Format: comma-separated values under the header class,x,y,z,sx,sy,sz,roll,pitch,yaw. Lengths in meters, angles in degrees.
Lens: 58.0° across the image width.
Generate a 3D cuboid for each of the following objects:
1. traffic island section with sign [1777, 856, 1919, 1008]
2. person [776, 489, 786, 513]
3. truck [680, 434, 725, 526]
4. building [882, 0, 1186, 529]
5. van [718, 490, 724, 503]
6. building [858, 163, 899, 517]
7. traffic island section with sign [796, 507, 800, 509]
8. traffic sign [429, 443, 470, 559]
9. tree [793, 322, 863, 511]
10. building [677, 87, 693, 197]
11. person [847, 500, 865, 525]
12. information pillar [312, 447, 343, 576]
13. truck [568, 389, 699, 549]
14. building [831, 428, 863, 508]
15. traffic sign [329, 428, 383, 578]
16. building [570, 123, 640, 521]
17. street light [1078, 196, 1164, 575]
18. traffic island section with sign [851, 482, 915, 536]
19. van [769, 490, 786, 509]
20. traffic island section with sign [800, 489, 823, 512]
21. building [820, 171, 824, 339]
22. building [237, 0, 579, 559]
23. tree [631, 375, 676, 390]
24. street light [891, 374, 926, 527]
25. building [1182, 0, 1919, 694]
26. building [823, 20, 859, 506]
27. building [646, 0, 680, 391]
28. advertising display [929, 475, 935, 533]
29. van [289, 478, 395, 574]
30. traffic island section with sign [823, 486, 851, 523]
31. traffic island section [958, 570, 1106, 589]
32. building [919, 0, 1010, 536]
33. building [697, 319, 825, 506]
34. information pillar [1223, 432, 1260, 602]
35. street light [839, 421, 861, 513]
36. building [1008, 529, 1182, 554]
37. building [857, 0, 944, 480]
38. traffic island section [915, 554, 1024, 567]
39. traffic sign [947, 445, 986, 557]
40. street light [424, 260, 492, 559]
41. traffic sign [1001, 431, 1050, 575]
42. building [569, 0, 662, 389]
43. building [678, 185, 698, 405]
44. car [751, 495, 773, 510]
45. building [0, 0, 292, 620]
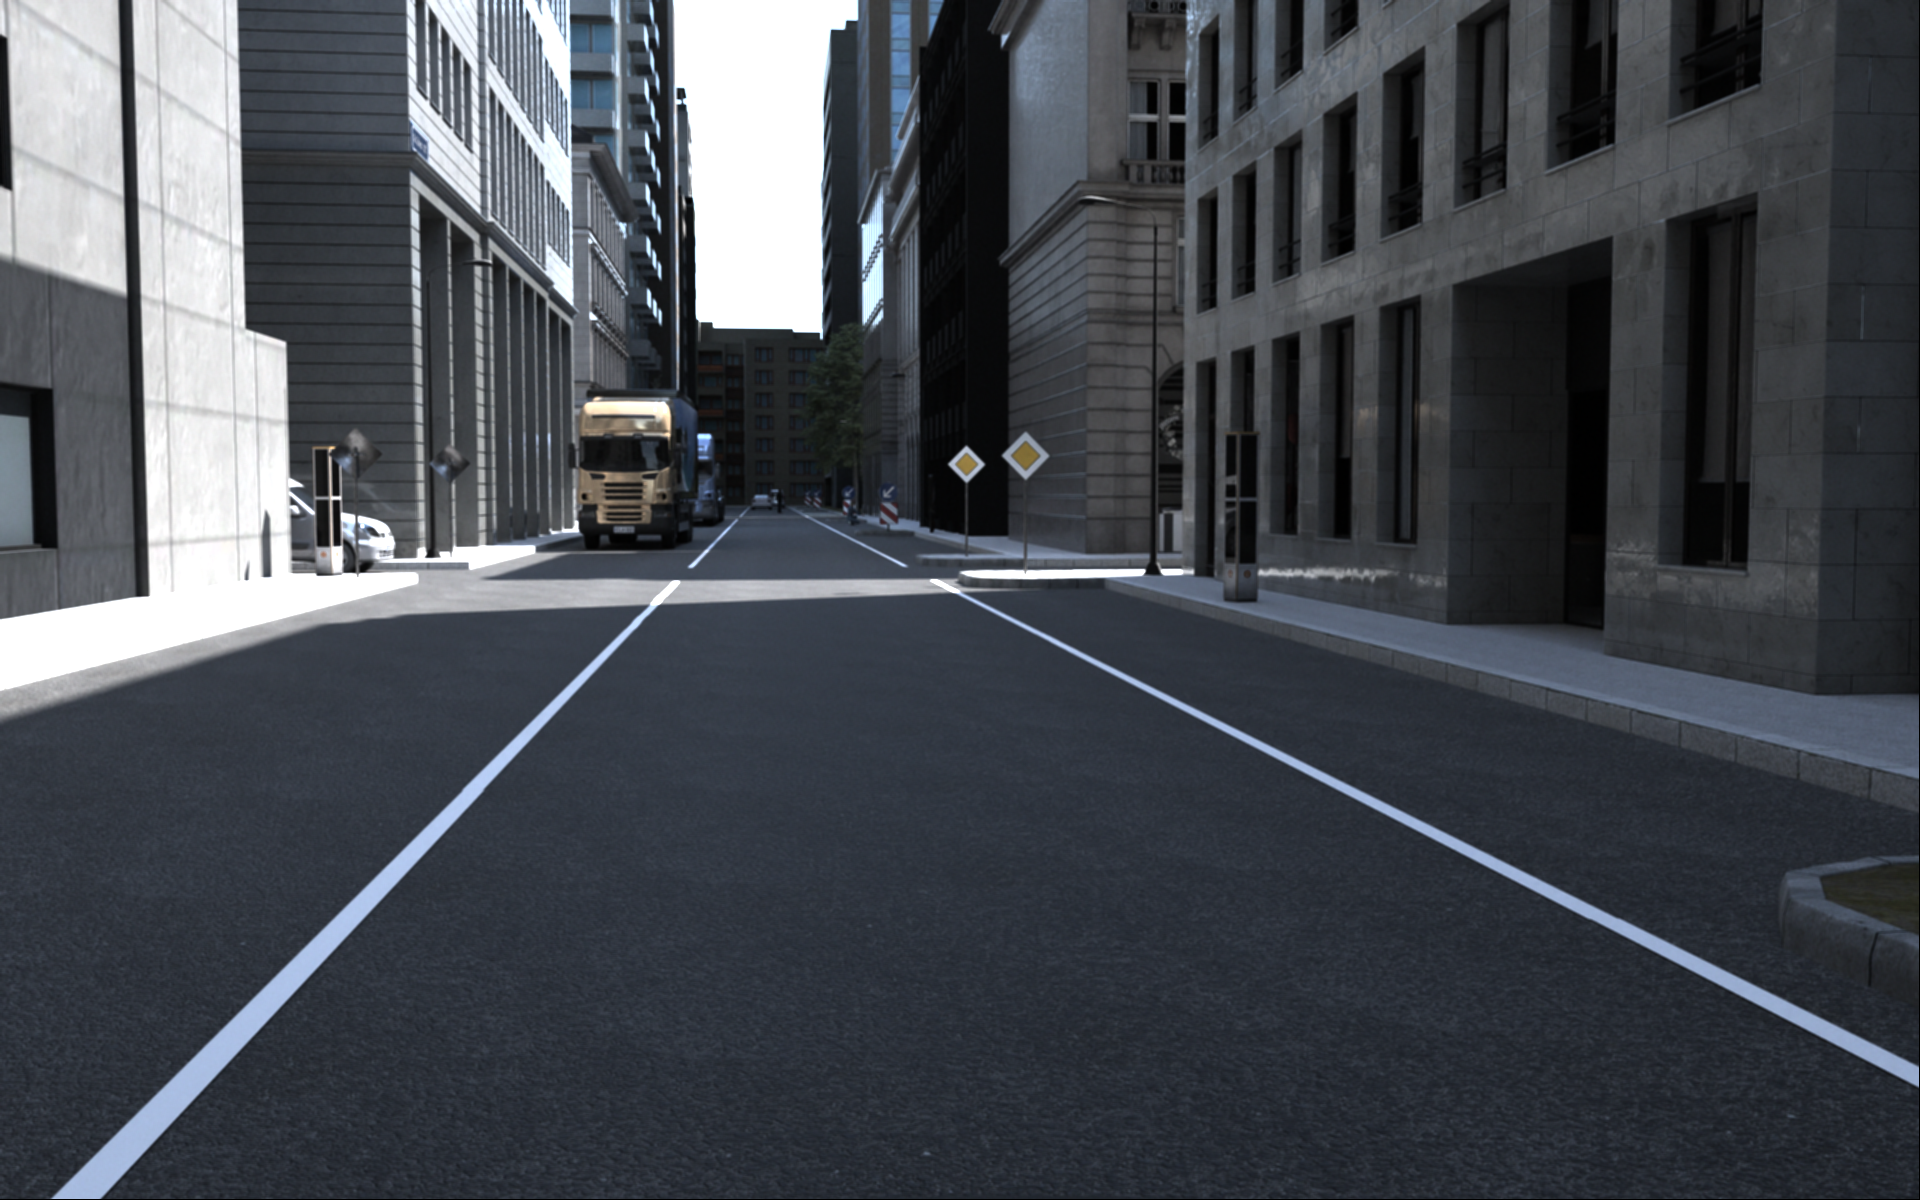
class,x,y,z,sx,sy,sz,roll,pitch,yaw
traffic island section with sign,3.635,0.215,5.111,1.989,1.847,2.006,0,4,-6
person,-13.610,-7.491,130.995,0.705,1.821,1.348,-3,4,-36
truck,-12.816,-5.729,83.423,2.967,4.110,18.799,0,4,-6
building,3.821,-14.642,81.200,13.314,21.916,24.055,0,4,-6
van,-21.962,-8.978,153.809,2.013,2.044,4.112,0,4,-8
building,-0.609,-15.464,101.982,9.793,20.994,18.267,0,4,-6
traffic island section with sign,-14.579,-9.534,164.504,1.989,1.847,2.006,0,4,-6
traffic sign,-10.098,-1.876,34.315,0.795,2.450,0.064,0,4,-6
tree,-7.349,-12.036,114.912,7.486,12.596,7.792,0,3,0
building,-34.091,-30.107,175.840,14.086,41.232,14.154,0,4,-6
person,-4.881,-4.008,79.530,0.738,1.151,1.012,-1,4,-23
information pillar,-9.899,-1.384,27.127,0.304,2.012,0.304,1,4,13
truck,-8.928,-3.653,48.640,2.839,4.237,11.283,0,4,-5
building,0.588,-51.132,148.675,22.319,86.520,31.000,0,4,-6
traffic sign,-9.192,-1.391,26.381,0.795,2.450,0.064,0,4,-6
building,-21.949,-14.162,82.464,10.553,20.767,40.483,0,4,-6
street light,2.533,-3.347,27.266,1.470,5.913,1.316,0,4,-6
traffic island section with sign,-2.636,-3.143,60.020,1.989,1.847,2.006,0,4,-6
van,-18.285,-10.121,172.495,2.013,2.044,4.112,0,4,-7
traffic island section with sign,-11.417,-7.846,136.914,1.989,1.847,2.006,0,4,-6
building,-8.962,-31.678,201.525,14.086,41.232,14.154,0,4,-6
building,-17.752,-16.506,47.362,11.434,29.767,29.804,0,4,-6
tree,-19.252,-9.590,107.165,4.360,8.622,3.978,0,3,0
street light,-1.958,-5.779,67.034,1.470,5.913,1.316,0,4,-6
building,9.659,-10.066,19.332,10.420,20.320,16.860,0,4,-6
building,-2.816,-33.772,175.867,21.300,48.544,21.600,0,4,-6
building,-30.912,-30.273,145.075,14.600,45.320,14.200,0,4,-6
advertising display,-0.931,-3.214,57.766,0.123,1.923,0.974,0,4,5
van,-12.281,-1.466,30.978,4.112,2.044,2.013,0,4,-5
traffic island section with sign,-5.706,-4.783,86.832,1.989,1.847,2.006,0,4,-6
traffic island section,1.060,-0.326,27.604,2.009,0.180,2.903,0,4,-6
building,5.424,-14.115,60.461,12.332,23.373,15.834,0,4,-6
building,-30.983,-22.049,205.534,28.899,21.520,27.650,0,4,-6
information pillar,3.347,-0.986,20.607,0.304,2.012,0.304,-2,4,-23
street light,-6.985,-8.422,110.245,1.470,5.913,1.316,0,4,-6
building,13.483,-12.328,43.367,24.055,21.916,13.314,0,4,-6
building,-0.141,-29.117,126.166,14.600,45.320,14.200,0,4,-6
traffic island section,0.154,-0.811,35.538,2.009,0.180,2.903,0,4,-6
traffic sign,0.132,-1.946,35.458,0.795,2.450,0.064,0,4,-6
street light,-9.971,-3.786,34.435,1.470,5.913,1.316,0,4,-6
traffic sign,1.038,-1.461,27.524,0.795,2.450,0.064,0,4,-6
building,-32.900,-30.746,122.304,23.786,49.044,30.456,0,4,-6
building,-31.727,-23.793,160.716,14.160,30.474,14.107,0,4,-6
car,-18.120,-8.937,158.485,2.083,1.381,4.827,0,4,-6
building,-19.908,-35.250,14.597,20.611,71.187,20.563,0,4,-6
